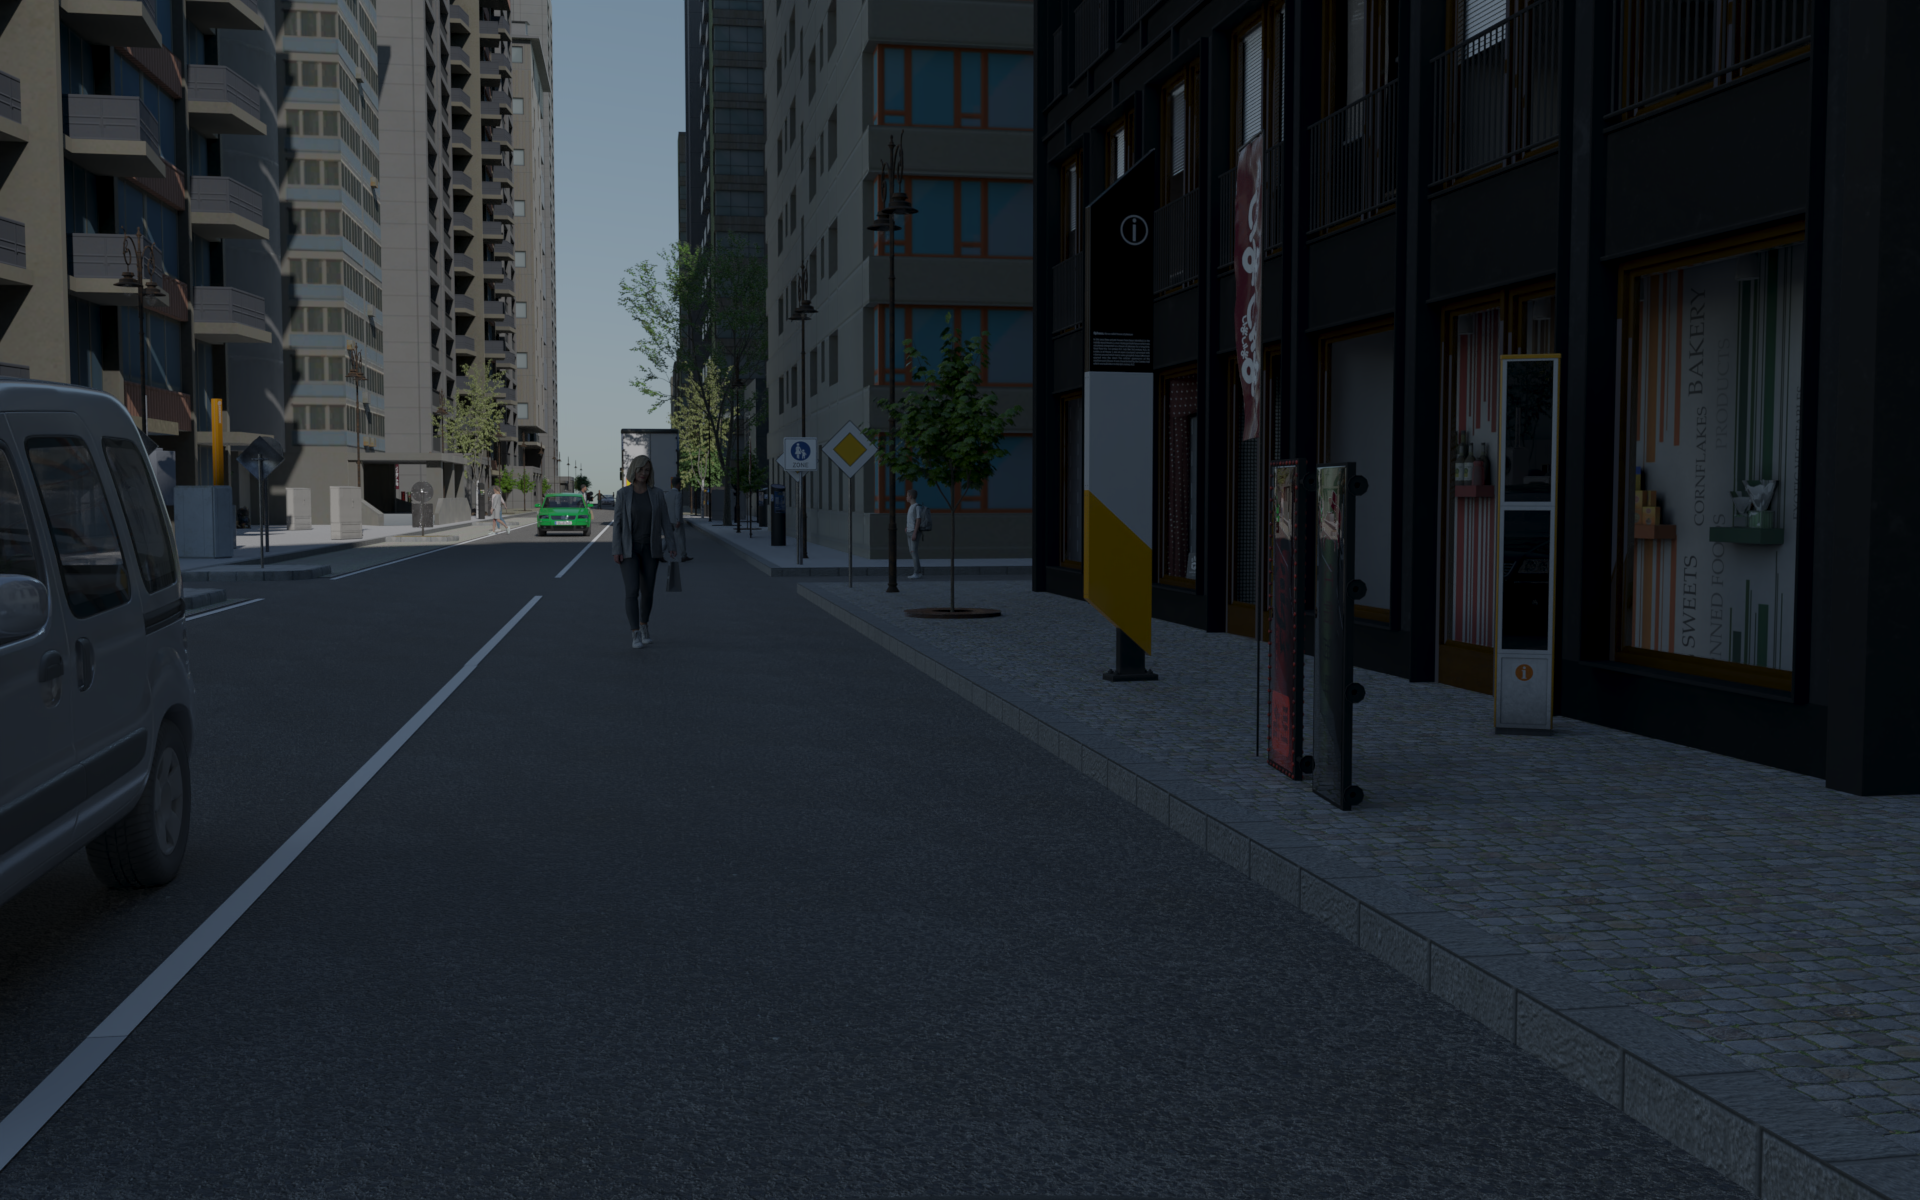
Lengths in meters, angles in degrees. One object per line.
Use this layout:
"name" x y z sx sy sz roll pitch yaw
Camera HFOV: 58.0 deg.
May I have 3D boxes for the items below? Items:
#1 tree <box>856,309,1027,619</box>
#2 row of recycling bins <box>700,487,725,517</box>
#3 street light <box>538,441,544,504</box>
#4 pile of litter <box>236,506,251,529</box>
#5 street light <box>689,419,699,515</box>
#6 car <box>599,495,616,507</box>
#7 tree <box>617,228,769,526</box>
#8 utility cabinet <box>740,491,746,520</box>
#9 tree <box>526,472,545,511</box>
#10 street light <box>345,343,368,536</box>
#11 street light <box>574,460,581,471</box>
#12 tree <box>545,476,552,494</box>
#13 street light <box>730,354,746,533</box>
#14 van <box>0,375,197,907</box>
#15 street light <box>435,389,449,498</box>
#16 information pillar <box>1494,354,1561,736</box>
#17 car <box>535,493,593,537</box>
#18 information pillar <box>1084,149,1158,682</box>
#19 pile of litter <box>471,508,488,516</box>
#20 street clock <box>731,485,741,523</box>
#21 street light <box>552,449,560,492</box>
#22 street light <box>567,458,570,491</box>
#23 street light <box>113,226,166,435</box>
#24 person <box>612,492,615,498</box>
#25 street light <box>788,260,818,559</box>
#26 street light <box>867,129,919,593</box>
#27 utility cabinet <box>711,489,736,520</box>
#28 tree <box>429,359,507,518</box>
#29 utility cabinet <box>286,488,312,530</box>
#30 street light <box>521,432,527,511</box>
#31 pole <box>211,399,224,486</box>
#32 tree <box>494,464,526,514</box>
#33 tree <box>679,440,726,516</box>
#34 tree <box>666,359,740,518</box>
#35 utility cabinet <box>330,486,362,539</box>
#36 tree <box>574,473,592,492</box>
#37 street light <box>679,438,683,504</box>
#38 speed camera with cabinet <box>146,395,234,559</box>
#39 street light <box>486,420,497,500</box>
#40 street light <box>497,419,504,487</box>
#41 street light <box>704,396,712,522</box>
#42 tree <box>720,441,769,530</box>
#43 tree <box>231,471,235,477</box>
"tree" -0.078 -1.452 18.344 1.663 3.219 1.824 0 3 0
"row of recycling bins" -13.602 -5.470 96.548 1.069 1.692 3.534 -2 4 -24
"street light" -36.671 -10.953 151.865 0.468 5.910 1.993 -1 4 -10
"pile of litter" -26.869 -3.077 64.279 1.176 0.858 1.719 0 4 -7
"street light" -15.908 -8.035 104.162 0.468 5.910 1.993 -1 4 -10
"car" -40.578 -11.412 198.941 2.083 1.381 4.827 -1 4 -11
"tree" -9.483 -8.779 69.298 9.928 11.665 9.643 0 3 0
"utility cabinet" -11.170 -4.700 85.523 1.173 1.500 0.318 1 4 14
"tree" -32.981 -8.388 131.740 1.663 3.219 1.824 0 3 0
"street light" -18.405 -4.904 52.973 0.468 5.910 1.993 -1 4 -10
"street light" -51.757 -15.940 233.398 0.468 5.910 1.993 -1 4 -10
"tree" -42.604 -11.217 178.000 1.663 3.219 1.824 0 3 0
"street light" -7.334 -5.162 57.192 0.468 5.910 1.993 -1 4 -10
"van" -3.460 0.130 4.888 2.013 2.044 4.112 -1 4 -11
"street light" -22.702 -6.317 76.065 0.468 5.910 1.993 -1 4 -10
"information pillar" 3.035 -0.293 9.277 0.304 2.012 0.304 1 4 18
"car" -13.637 -3.114 59.711 1.959 1.807 4.718 -1 4 -12
"information pillar" 1.097 -1.251 11.814 0.504 3.616 0.183 -1 4 -18
"pile of litter" -28.540 -5.434 102.813 1.719 0.858 1.176 1 4 13
"street clock" -9.879 -4.407 76.632 0.471 2.002 0.358 1 4 23
"street light" -40.958 -12.365 174.952 0.468 5.910 1.993 -1 4 -10
"street light" -47.588 -14.544 210.574 0.468 5.910 1.993 -1 4 -10
"street light" -14.216 -3.509 30.153 0.468 5.910 1.993 -1 4 -10
"person" -51.410 -15.128 256.531 0.721 1.739 1.217 -2 4 -30
"street light" -3.106 -3.767 34.379 0.468 5.910 1.993 -1 4 -10
"street light" -0.879 -3.038 22.456 0.468 5.910 1.993 -1 4 -10
"utility cabinet" -11.402 -4.554 83.144 1.173 1.500 0.318 3 4 37
"tree" -26.428 -8.800 94.245 4.737 8.622 4.395 0 3 0
"utility cabinet" -23.424 -3.224 61.386 0.318 1.500 1.173 1 4 8
"street light" -32.471 -9.557 129.047 0.468 5.910 1.993 -1 4 -10
"pole" -15.913 -2.650 37.167 0.158 3.312 0.155 0 3 0
"tree" -29.840 -7.280 113.635 1.663 3.219 1.824 0 3 0
"tree" -15.018 -7.168 100.906 4.285 4.588 4.351 0 3 0
"tree" -13.700 -8.657 91.907 4.737 8.622 4.395 0 3 0
"utility cabinet" -17.342 -2.464 48.965 0.318 1.500 1.173 1 4 11
"tree" -57.001 -16.952 260.873 4.285 4.588 4.351 0 3 0
"street light" -21.558 -9.877 134.282 0.468 5.910 1.993 -1 4 -10
"speed camera with cabinet" -15.624 -2.471 34.743 2.038 3.252 0.660 1 4 17
"street light" -26.931 -7.712 98.878 0.468 5.910 1.993 -1 4 -10
"street light" -28.167 -8.143 105.927 0.468 5.910 1.993 -1 4 -10
"street light" -11.612 -6.576 80.310 0.468 5.910 1.993 -1 4 -10
"tree" -7.537 -4.142 62.322 1.663 3.219 1.824 0 3 0
"tree" -26.325 -4.060 60.983 1.663 3.219 1.824 0 3 0
